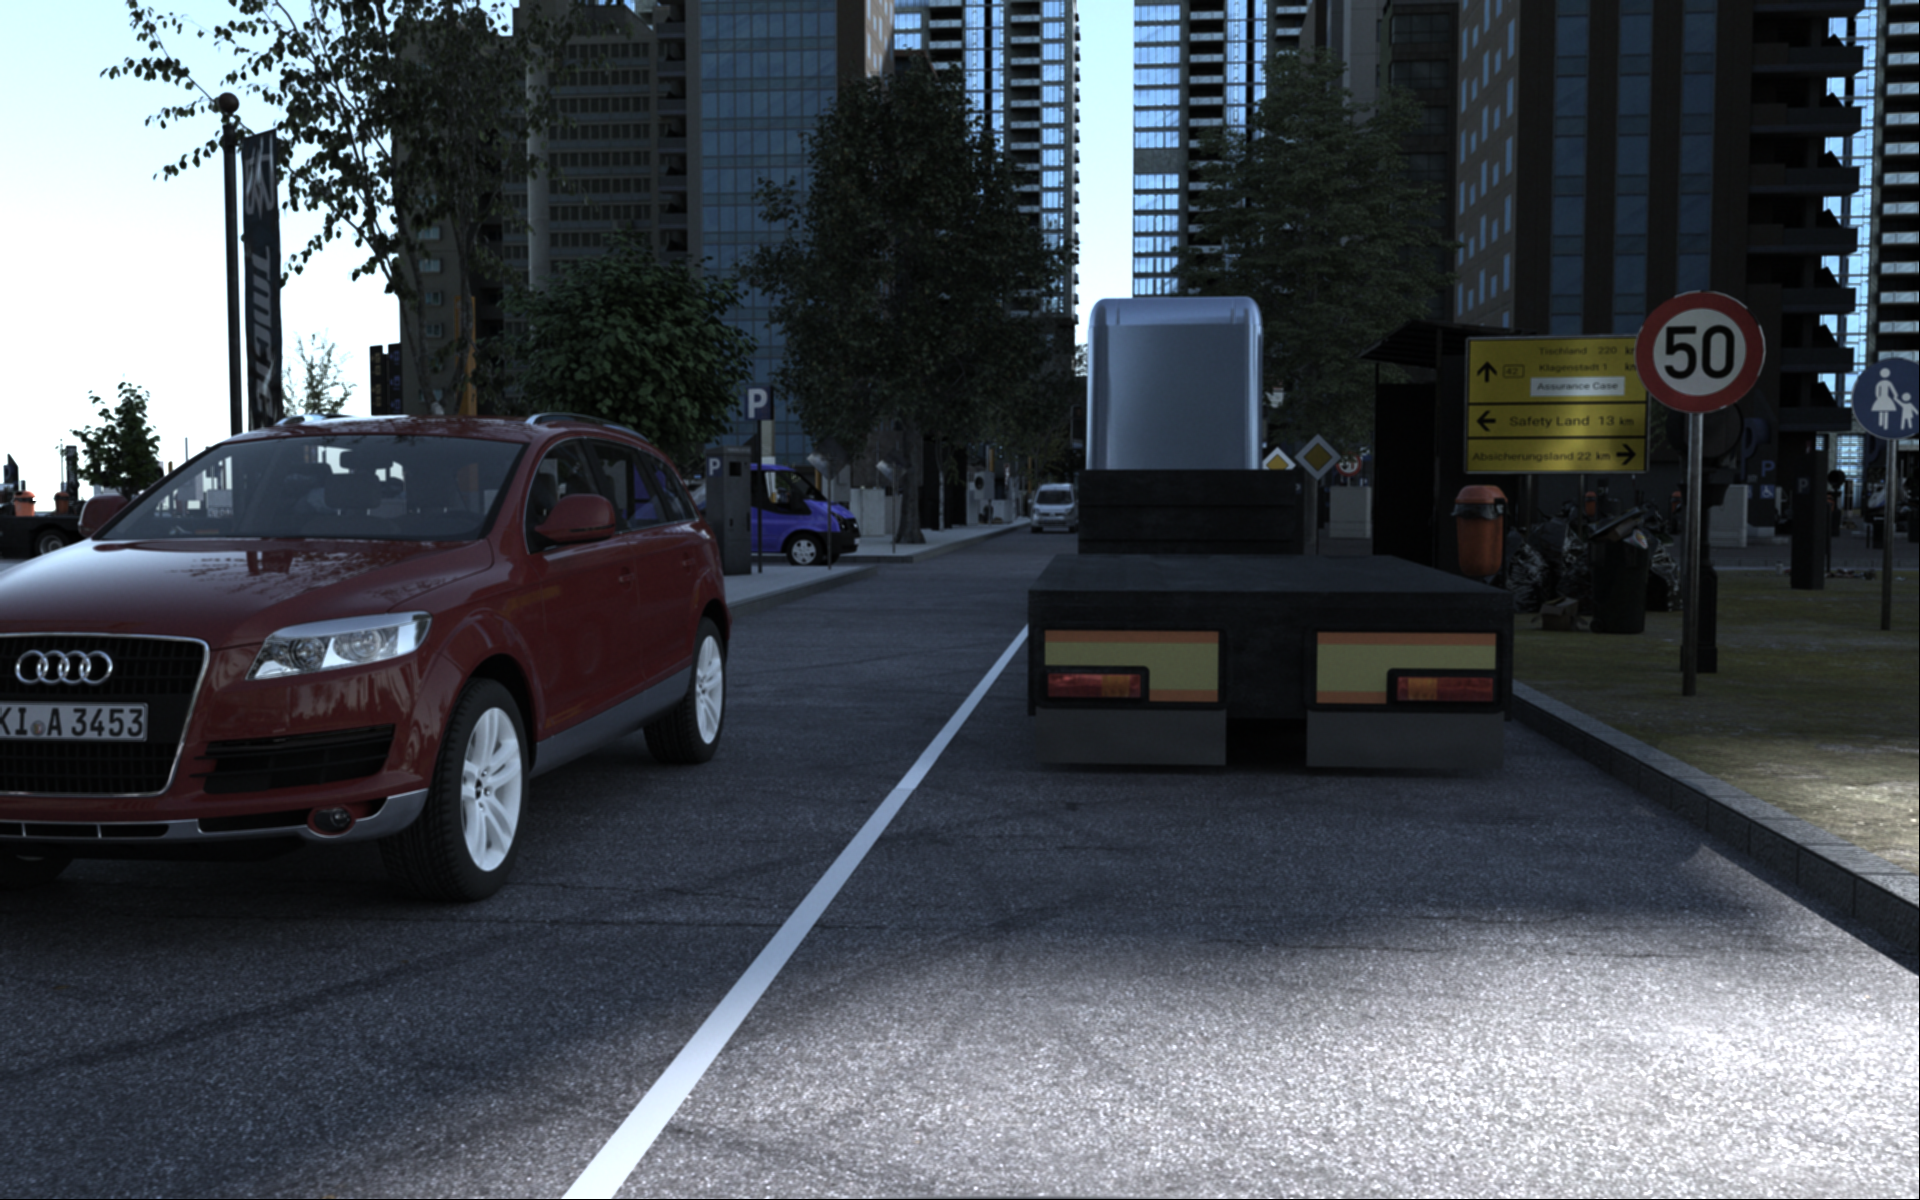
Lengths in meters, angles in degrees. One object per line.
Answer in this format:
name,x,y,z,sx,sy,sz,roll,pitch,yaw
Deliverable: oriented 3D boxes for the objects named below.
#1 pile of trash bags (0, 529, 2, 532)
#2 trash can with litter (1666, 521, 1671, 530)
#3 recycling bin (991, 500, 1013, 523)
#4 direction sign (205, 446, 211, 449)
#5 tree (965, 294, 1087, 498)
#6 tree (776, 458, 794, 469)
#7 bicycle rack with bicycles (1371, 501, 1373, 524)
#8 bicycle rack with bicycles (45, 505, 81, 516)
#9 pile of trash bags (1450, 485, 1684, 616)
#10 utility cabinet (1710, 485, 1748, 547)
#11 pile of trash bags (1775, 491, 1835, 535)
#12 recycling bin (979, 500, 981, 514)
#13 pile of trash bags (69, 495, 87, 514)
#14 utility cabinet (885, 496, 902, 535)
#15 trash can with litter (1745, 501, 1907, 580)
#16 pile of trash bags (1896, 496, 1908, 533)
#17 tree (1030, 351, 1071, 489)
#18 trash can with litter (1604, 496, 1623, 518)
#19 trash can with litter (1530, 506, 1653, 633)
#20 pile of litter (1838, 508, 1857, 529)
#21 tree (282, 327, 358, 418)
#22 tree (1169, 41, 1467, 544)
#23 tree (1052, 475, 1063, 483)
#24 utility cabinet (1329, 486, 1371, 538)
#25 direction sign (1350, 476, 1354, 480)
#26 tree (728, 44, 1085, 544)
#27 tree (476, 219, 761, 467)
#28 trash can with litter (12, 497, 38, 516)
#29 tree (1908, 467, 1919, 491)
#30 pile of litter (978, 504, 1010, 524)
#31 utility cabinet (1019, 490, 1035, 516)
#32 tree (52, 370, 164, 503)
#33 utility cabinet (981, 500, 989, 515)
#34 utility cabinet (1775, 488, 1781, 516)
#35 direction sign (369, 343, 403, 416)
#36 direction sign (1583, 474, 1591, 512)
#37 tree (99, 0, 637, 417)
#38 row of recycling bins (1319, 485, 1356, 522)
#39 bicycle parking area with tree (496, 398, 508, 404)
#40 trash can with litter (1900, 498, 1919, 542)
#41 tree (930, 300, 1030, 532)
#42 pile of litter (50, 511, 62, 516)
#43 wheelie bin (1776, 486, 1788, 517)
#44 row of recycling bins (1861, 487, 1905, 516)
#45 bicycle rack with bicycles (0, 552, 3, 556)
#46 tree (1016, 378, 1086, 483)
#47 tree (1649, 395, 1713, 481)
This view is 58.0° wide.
pile of trash bags,-26.889,-2.352,48.211,3.447,1.369,1.912,2,4,28
trash can with litter,25.852,-3.111,62.248,1.055,1.170,0.624,-2,4,-34
recycling bin,1.840,-3.876,75.933,0.722,1.027,0.722,3,4,36
direction sign,-35.497,-5.522,82.282,0.379,3.537,0.876,1,4,16
tree,4.764,-11.918,105.230,12.009,13.543,11.850,0,3,0
tree,-9.580,-6.046,93.457,1.663,3.219,1.824,0,3,0
bicycle rack with bicycles,17.924,-3.782,75.214,2.852,0.926,2.925,-3,5,-40
bicycle rack with bicycles,-29.373,-2.805,59.242,2.925,0.926,2.852,0,4,8
pile of trash bags,6.344,-0.543,18.633,3.447,1.369,1.912,-3,5,-44
utility cabinet,18.150,-2.001,41.396,1.173,1.500,0.318,3,5,41
pile of trash bags,26.287,-2.776,55.144,3.447,1.369,1.912,-1,4,-11
recycling bin,0.555,-4.119,79.903,0.722,1.027,0.722,0,4,-8
pile of trash bags,-35.972,-3.783,71.611,3.447,1.369,1.912,1,4,14
utility cabinet,-2.111,-2.685,55.063,1.020,1.237,0.306,-1,4,-22
trash can with litter,13.420,-0.954,26.656,1.678,1.210,2.233,-1,4,-22
pile of trash bags,29.966,-2.719,54.215,1.912,1.369,3.447,-1,4,-10
tree,2.519,-8.072,82.331,4.737,8.622,4.395,0,3,0
trash can with litter,19.055,-2.484,51.676,2.233,1.210,1.678,1,4,13
trash can with litter,5.869,-0.288,16.099,1.055,1.170,0.624,2,4,31
pile of litter,32.501,-3.046,63.771,1.719,0.858,1.176,-2,4,-30
tree,-28.526,-7.673,75.812,4.737,8.622,4.395,0,3,0
tree,8.994,-7.735,44.587,7.486,12.596,7.792,0,3,0
tree,8.733,-9.698,153.171,1.663,3.219,1.824,0,3,0
utility cabinet,11.250,-2.521,49.894,1.173,1.500,0.318,3,5,42
direction sign,21.840,-6.444,97.362,0.876,3.537,0.379,-3,4,-38
tree,-1.315,-7.814,44.769,9.611,12.733,9.660,0,3,0
tree,-4.080,-2.271,20.846,4.285,4.588,4.351,0,3,0
trash can with litter,-50.989,-5.091,94.302,2.233,1.210,1.678,0,4,-3
tree,36.185,-4.270,64.408,1.663,3.219,1.824,0,3,0
pile of litter,1.334,-3.654,73.705,1.719,0.858,1.176,0,4,-6
utility cabinet,3.905,-5.707,101.989,1.173,1.500,0.318,-3,5,-43
tree,-13.005,-1.993,27.193,1.663,3.219,1.824,0,3,0
utility cabinet,1.129,-4.406,83.195,1.020,1.237,0.306,0,4,6
utility cabinet,27.240,-3.070,58.865,1.173,1.500,0.318,0,4,0
direction sign,-8.684,-2.097,26.279,0.876,3.537,0.379,3,5,41
direction sign,25.376,-4.780,70.153,0.379,3.537,0.876,3,5,41
tree,-4.566,-3.921,14.474,4.360,8.622,3.978,0,3,0
row of recycling bins,17.097,-4.464,80.106,3.534,1.692,1.069,-2,4,-29
bicycle parking area with tree,-11.143,-3.927,51.214,8.231,4.147,9.016,1,4,20
trash can with litter,25.495,-2.111,45.903,1.055,1.170,0.624,-2,4,-29
tree,-0.376,-6.609,58.419,4.737,8.622,4.395,0,3,0
pile of litter,-50.829,-5.129,97.820,1.176,0.858,1.719,2,4,35
wheelie bin,32.080,-3.688,68.204,0.980,1.594,0.693,-2,4,-29
row of recycling bins,51.535,-5.479,96.698,1.069,1.692,3.534,0,4,0
bicycle rack with bicycles,-6.896,0.161,10.743,2.852,0.926,2.925,2,4,25
tree,7.406,-12.207,134.002,8.767,10.594,7.601,3,5,44
tree,27.615,-7.087,66.235,4.737,8.622,4.395,0,3,0
